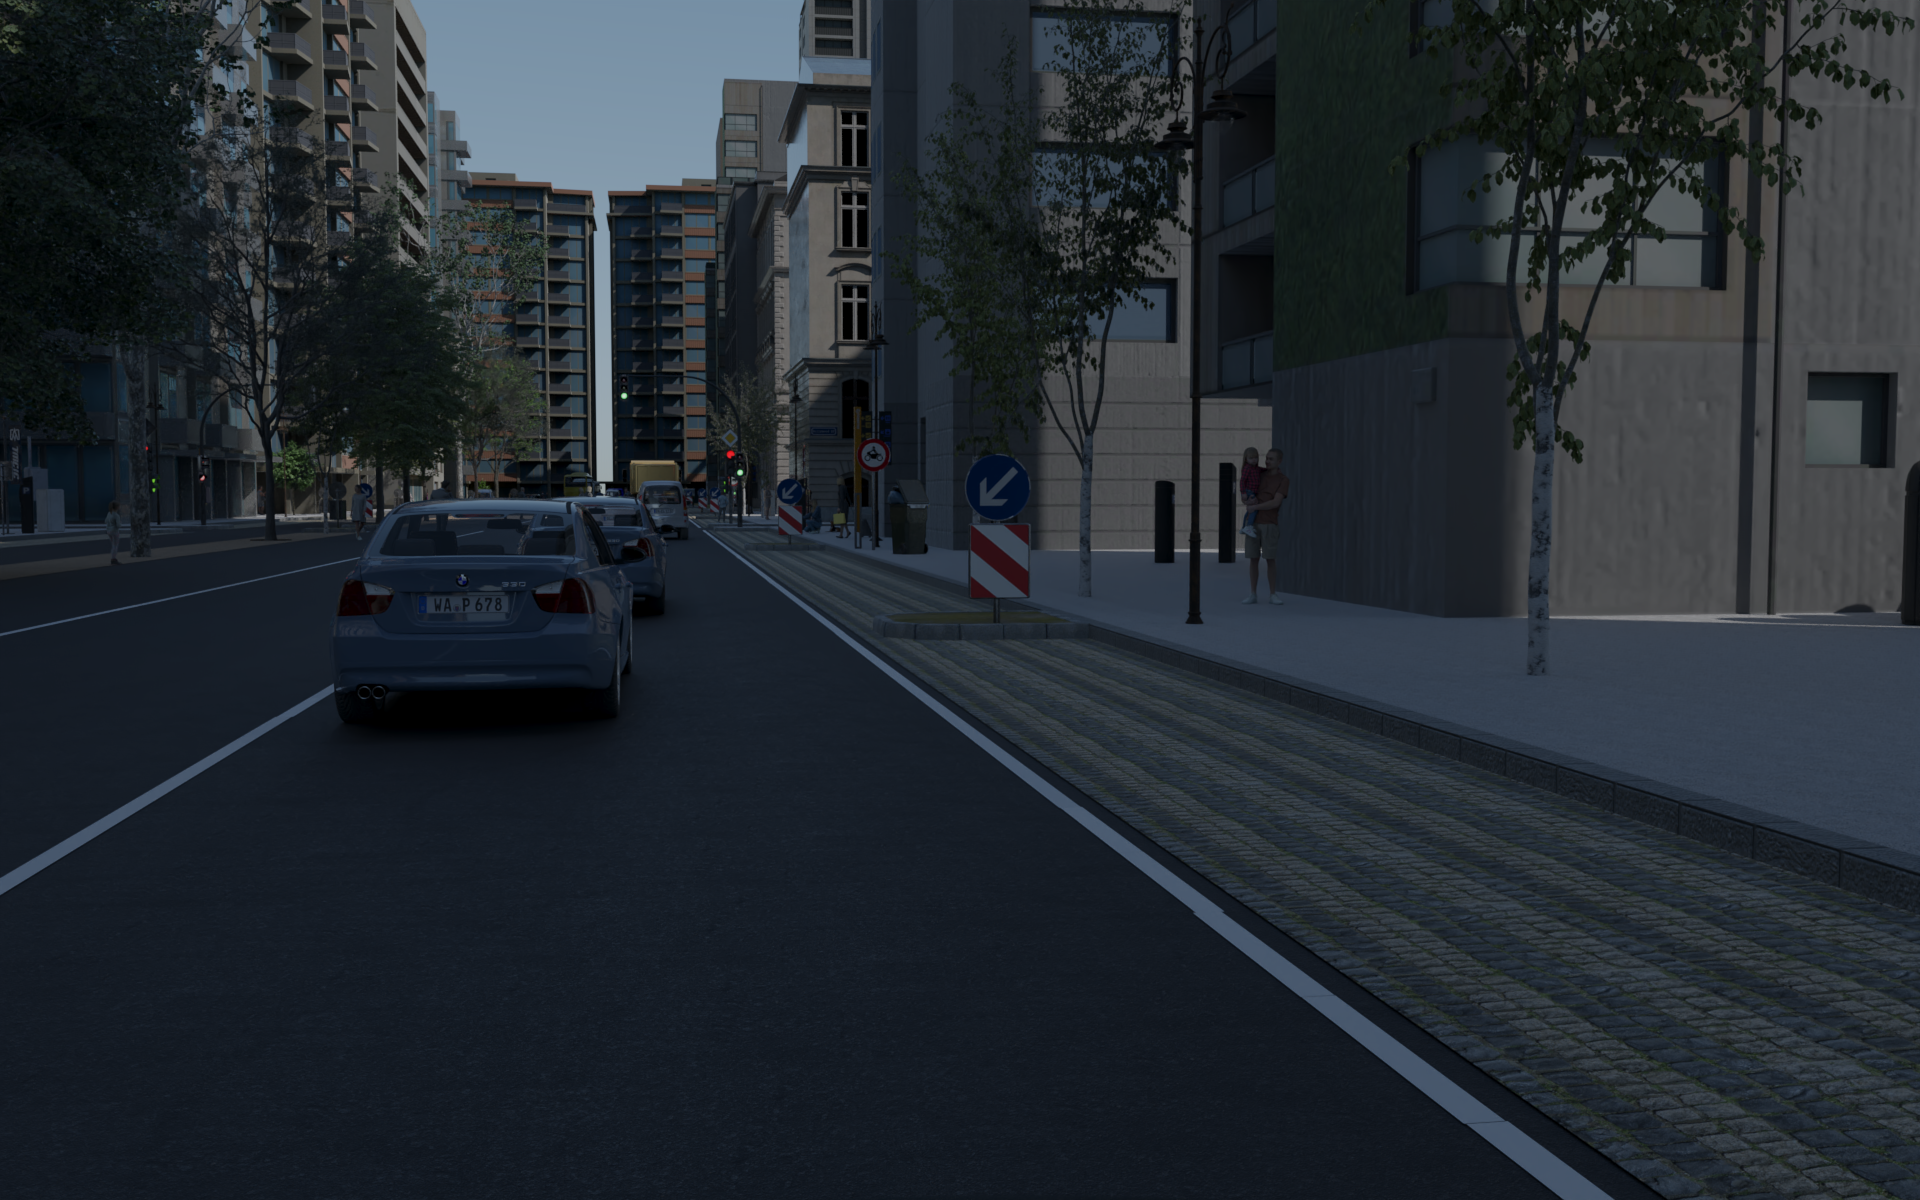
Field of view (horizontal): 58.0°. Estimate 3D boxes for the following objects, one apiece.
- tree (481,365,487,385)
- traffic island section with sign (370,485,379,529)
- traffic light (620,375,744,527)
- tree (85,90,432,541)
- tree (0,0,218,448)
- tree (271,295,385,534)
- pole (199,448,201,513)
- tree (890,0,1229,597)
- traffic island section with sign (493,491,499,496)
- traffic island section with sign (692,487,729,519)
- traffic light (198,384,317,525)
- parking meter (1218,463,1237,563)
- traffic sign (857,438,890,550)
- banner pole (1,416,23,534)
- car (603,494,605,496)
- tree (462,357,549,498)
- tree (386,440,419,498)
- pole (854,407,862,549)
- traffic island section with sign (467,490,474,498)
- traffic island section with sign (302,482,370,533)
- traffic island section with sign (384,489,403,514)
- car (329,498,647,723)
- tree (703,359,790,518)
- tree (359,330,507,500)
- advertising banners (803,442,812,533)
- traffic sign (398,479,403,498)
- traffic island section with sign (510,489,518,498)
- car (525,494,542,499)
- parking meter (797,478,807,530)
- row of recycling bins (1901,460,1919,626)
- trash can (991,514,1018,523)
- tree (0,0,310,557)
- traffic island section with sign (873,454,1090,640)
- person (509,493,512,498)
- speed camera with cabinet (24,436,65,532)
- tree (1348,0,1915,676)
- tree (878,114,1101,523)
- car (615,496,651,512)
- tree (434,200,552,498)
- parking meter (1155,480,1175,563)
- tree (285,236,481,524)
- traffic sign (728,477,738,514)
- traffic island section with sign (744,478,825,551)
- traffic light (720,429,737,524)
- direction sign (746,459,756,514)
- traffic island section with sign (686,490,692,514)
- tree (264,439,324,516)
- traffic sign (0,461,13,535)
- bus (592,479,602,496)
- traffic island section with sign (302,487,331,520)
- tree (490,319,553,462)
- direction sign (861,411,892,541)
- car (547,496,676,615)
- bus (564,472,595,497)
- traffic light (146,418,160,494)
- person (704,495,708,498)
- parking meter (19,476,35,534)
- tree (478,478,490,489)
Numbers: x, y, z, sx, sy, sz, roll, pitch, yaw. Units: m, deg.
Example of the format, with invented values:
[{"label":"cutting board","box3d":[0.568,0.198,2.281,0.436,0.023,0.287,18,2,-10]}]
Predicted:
[{"label":"tree","box3d":[-26.751,-9.948,83.236,7.486,12.596,7.792,0,3,0]},{"label":"traffic island section with sign","box3d":[-24.625,-3.905,71.980,2.006,1.907,1.989,-1,4,-10]},{"label":"traffic light","box3d":[-10.589,-5.612,66.417,4.771,5.953,1.251,-1,4,-10]},{"label":"tree","box3d":[-21.032,-8.540,52.451,12.009,13.543,11.850,0,3,0]},{"label":"tree","box3d":[-16.826,-7.270,27.983,9.857,13.997,8.962,0,3,0]},{"label":"tree","box3d":[-22.713,-6.670,61.879,4.360,8.622,3.978,0,3,0]},{"label":"pole","box3d":[-33.753,-5.095,77.152,0.158,3.312,0.155,0,3,0]},{"label":"tree","box3d":[1.464,-4.360,21.646,4.360,8.622,3.978,0,3,0]},{"label":"traffic island section with sign","box3d":[-53.103,-11.594,198.193,1.989,1.847,2.006,-1,4,-10]},{"label":"traffic island section with sign","box3d":[-14.139,-5.536,99.134,1.989,1.847,2.006,-1,4,-10]},{"label":"traffic light","box3d":[-29.017,-5.920,71.461,4.771,5.953,1.251,-1,4,-10]},{"label":"parking meter","box3d":[4.990,-1.627,32.307,0.255,1.863,0.399,1,4,22]},{"label":"traffic sign","box3d":[-1.973,-2.409,39.490,0.768,2.556,0.104,-1,4,-10]},{"label":"banner pole","box3d":[-30.208,-3.986,55.190,0.863,3.779,0.401,1,4,15]},{"label":"car","box3d":[-38.910,-11.107,190.639,2.155,1.783,4.494,-1,4,-11]},{"label":"tree","box3d":[-34.004,-12.160,127.029,9.928,11.665,9.643,0,3,0]},{"label":"tree","box3d":[-45.915,-11.781,142.982,4.737,8.622,4.395,0,3,0]},{"label":"pole","box3d":[-2.398,-2.862,40.630,0.158,3.312,0.155,0,3,0]},{"label":"traffic island section with sign","box3d":[-48.418,-9.965,171.556,1.989,1.847,2.006,-1,4,-10]},{"label":"traffic island section with sign","box3d":[-23.352,-3.458,64.682,2.006,1.907,1.989,-1,4,-10]},{"label":"traffic island section with sign","box3d":[-39.893,-6.998,123.046,1.989,1.847,2.006,-1,4,-10]},{"label":"car","box3d":[-3.242,-0.015,12.245,2.014,1.417,4.499,-1,4,-9]},{"label":"tree","box3d":[-10.868,-8.744,93.321,4.360,8.622,3.978,0,3,0]},{"label":"tree","box3d":[-28.003,-9.416,90.823,8.767,10.594,7.601,-1,4,-10]},{"label":"advertising banners","box3d":[-5.102,-3.772,57.853,0.090,3.025,2.074,-1,4,-11]},{"label":"traffic sign","box3d":[-44.781,-8.507,139.199,0.768,2.556,0.104,-1,4,-9]},{"label":"traffic island section with sign","box3d":[-37.642,-8.431,145.986,2.006,1.907,1.989,-1,4,-10]},{"label":"car","box3d":[-32.985,-7.571,133.574,2.009,1.686,4.222,-1,4,-10]},{"label":"parking meter","box3d":[-5.652,-3.425,61.709,0.399,1.863,0.255,-1,4,-13]},{"label":"row of recycling bins","box3d":[10.899,-0.639,17.568,3.534,1.692,1.069,-2,4,-30]},{"label":"trash can","box3d":[0.975,-1.625,38.229,0.748,1.137,0.748,0,3,0]},{"label":"tree","box3d":[-19.891,-11.063,39.234,12.611,20.169,13.585,0,3,0]},{"label":"traffic island section with sign","box3d":[0.140,-0.563,17.828,1.989,1.847,2.006,-1,4,-10]},{"label":"person","box3d":[-52.823,-11.936,203.743,0.705,1.812,1.348,-2,4,-29]},{"label":"speed camera with cabinet","box3d":[-31.282,-3.964,59.145,2.038,3.252,0.660,3,5,43]},{"label":"tree","box3d":[4.347,-3.774,12.067,4.737,8.622,4.395,0,3,0]},{"label":"tree","box3d":[0.555,-5.122,34.104,4.737,8.622,4.395,0,3,0]},{"label":"car","box3d":[-9.593,-2.172,47.876,2.083,1.381,4.827,-1,4,-12]},{"label":"tree","box3d":[-30.935,-14.934,102.521,12.611,20.169,13.585,0,3,0]},{"label":"parking meter","box3d":[3.812,-1.457,32.234,0.372,1.533,0.369,0,3,0]},{"label":"tree","box3d":[-25.536,-9.491,75.761,7.486,12.596,7.792,0,3,0]},{"label":"traffic sign","box3d":[-14.458,-6.753,110.522,0.768,2.556,0.104,-1,4,-8]},{"label":"traffic island section with sign","box3d":[-4.523,-2.187,44.379,1.989,1.847,2.006,-1,4,-10]},{"label":"traffic light","box3d":[-9.926,-5.252,74.783,0.839,4.253,0.868,-1,4,-10]},{"label":"direction sign","box3d":[-13.409,-7.297,111.298,0.379,3.537,0.876,2,4,35]},{"label":"traffic island section with sign","box3d":[-18.810,-7.159,125.683,1.989,1.847,2.006,-1,4,-10]},{"label":"tree","box3d":[-39.949,-7.355,103.963,4.285,4.588,4.351,0,3,0]},{"label":"traffic sign","box3d":[-29.662,-3.151,53.654,0.606,2.300,0.079,0,4,-7]},{"label":"bus","box3d":[-46.094,-13.404,214.012,2.948,3.499,13.247,-1,4,-8]},{"label":"traffic island section with sign","box3d":[-35.045,-5.312,95.484,1.989,1.847,2.006,-1,4,-10]},{"label":"tree","box3d":[-32.221,-12.370,115.075,12.009,13.543,11.850,0,3,0]},{"label":"direction sign","box3d":[-2.300,-3.386,47.361,0.876,3.537,0.379,0,4,7]},{"label":"car","box3d":[-4.576,-0.595,21.725,2.014,1.417,4.499,-1,4,-10]},{"label":"bus","box3d":[-43.325,-12.564,196.968,2.896,3.916,12.252,-1,4,-9]},{"label":"traffic light","box3d":[-29.679,-4.543,63.201,0.839,4.253,0.868,-1,4,-10]},{"label":"person","box3d":[-30.469,-12.173,205.800,1.217,1.736,0.721,0,4,7]},{"label":"parking meter","box3d":[-30.301,-3.089,56.222,0.399,1.863,0.255,-1,4,-22]},{"label":"tree","box3d":[-57.216,-13.046,207.907,1.663,3.219,1.824,0,3,0]}]
